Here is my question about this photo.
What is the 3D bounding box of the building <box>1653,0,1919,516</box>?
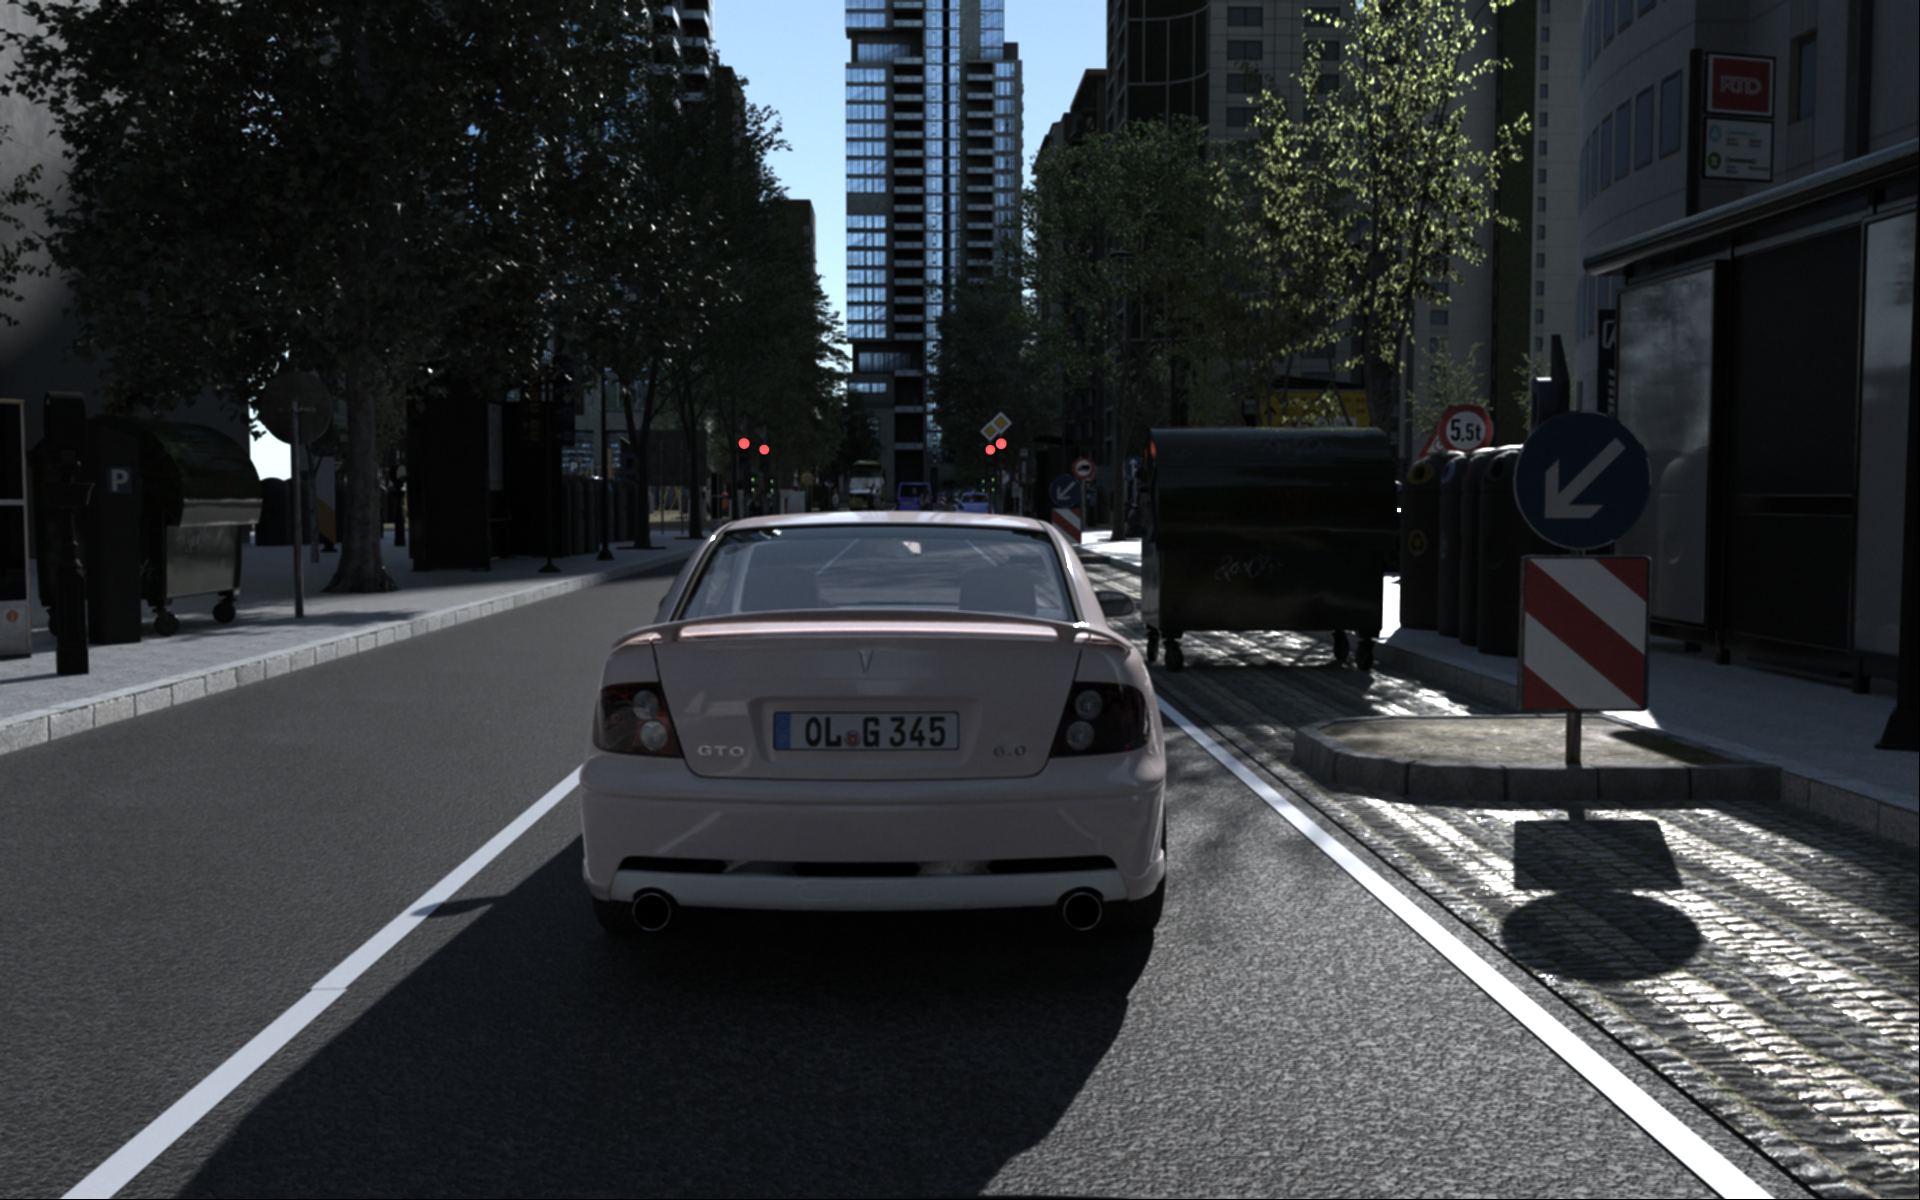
[{"bbox_3d":[23.965,-30.031,33.001,21.231,58.520,28.212,0,4,-2],"label":"building"}]

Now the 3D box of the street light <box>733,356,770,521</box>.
[{"bbox_3d":[-7.085,-5.254,58.441,1.470,5.913,1.316,0,4,-2],"label":"street light"}]

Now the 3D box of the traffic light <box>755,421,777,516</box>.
[{"bbox_3d":[-7.470,-4.747,66.530,0.839,4.253,0.868,0,4,-2],"label":"traffic light"}]

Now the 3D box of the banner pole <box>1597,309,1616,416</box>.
[{"bbox_3d":[7.999,-1.876,20.694,0.863,3.779,0.401,0,4,3],"label":"banner pole"}]

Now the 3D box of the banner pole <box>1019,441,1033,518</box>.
[{"bbox_3d":[3.087,-5.486,79.707,0.863,3.779,0.401,-1,4,-17],"label":"banner pole"}]

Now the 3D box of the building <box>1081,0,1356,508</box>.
[{"bbox_3d":[21.988,-43.684,152.485,20.563,71.187,20.611,0,4,-2],"label":"building"}]

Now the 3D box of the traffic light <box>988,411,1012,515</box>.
[{"bbox_3d":[1.363,-4.274,58.807,0.839,4.253,0.868,0,4,-2],"label":"traffic light"}]

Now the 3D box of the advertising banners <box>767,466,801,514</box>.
[{"bbox_3d":[-10.869,-6.783,107.094,2.074,3.025,0.090,0,4,6],"label":"advertising banners"}]

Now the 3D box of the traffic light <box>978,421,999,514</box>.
[{"bbox_3d":[1.137,-4.763,66.788,0.839,4.253,0.868,0,4,-2],"label":"traffic light"}]

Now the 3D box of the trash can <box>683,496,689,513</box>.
[{"bbox_3d":[-18.292,-6.305,114.737,0.748,1.137,0.748,0,3,0],"label":"trash can"}]

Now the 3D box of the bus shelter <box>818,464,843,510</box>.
[{"bbox_3d":[-10.336,-9.031,138.941,1.731,3.624,6.357,0,4,-2],"label":"bus shelter"}]

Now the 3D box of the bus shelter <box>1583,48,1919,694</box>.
[{"bbox_3d":[6.481,-2.185,13.361,2.179,5.291,8.768,0,4,-2],"label":"bus shelter"}]

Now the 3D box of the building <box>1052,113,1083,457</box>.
[{"bbox_3d":[18.156,-33.612,199.674,14.600,45.320,14.200,0,4,-2],"label":"building"}]

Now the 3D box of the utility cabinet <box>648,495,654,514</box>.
[{"bbox_3d":[-20.726,-6.322,114.519,1.020,1.237,0.306,2,4,28],"label":"utility cabinet"}]

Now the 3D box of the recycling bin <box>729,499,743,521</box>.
[{"bbox_3d":[-10.554,-4.263,82.248,0.722,1.027,0.722,-1,4,-17],"label":"recycling bin"}]

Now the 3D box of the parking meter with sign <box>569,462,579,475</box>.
[{"bbox_3d":[-21.118,-5.917,93.002,0.543,3.016,1.738,1,4,18],"label":"parking meter with sign"}]

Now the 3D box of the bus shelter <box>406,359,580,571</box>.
[{"bbox_3d":[-8.412,-2.476,31.767,1.731,3.624,6.357,0,4,-2],"label":"bus shelter"}]

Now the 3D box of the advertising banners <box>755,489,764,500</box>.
[{"bbox_3d":[-14.656,-8.122,128.974,2.074,3.025,0.090,0,4,8],"label":"advertising banners"}]

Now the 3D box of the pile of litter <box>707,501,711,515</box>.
[{"bbox_3d":[-15.185,-5.563,104.916,1.719,0.858,1.176,0,4,8],"label":"pile of litter"}]

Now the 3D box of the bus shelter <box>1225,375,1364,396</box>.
[{"bbox_3d":[7.121,-2.820,37.383,1.731,3.624,6.357,0,4,-1],"label":"bus shelter"}]

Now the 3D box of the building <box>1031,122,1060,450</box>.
[{"bbox_3d":[24.883,-40.443,250.486,27.495,52.752,28.713,0,4,-2],"label":"building"}]

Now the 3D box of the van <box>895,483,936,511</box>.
[{"bbox_3d":[-2.441,-5.490,94.138,2.240,2.365,5.245,0,4,-1],"label":"van"}]

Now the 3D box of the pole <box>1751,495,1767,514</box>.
[{"bbox_3d":[11.759,-1.934,25.456,0.158,3.312,0.155,0,3,0],"label":"pole"}]

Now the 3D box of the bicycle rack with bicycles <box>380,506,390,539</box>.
[{"bbox_3d":[-17.706,-2.251,50.185,2.852,0.926,2.925,-1,4,-10],"label":"bicycle rack with bicycles"}]

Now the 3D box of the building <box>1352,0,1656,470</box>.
[{"bbox_3d":[59.817,-40.062,197.006,28.212,58.520,21.231,0,4,-2],"label":"building"}]

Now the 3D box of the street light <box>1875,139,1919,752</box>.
[{"bbox_3d":[4.252,-2.204,8.579,1.470,5.913,1.316,0,4,-2],"label":"street light"}]

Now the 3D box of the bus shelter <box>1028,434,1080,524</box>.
[{"bbox_3d":[3.863,-4.892,71.262,1.731,3.624,6.357,0,4,-2],"label":"bus shelter"}]

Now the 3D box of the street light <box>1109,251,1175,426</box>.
[{"bbox_3d":[3.557,-3.719,33.343,1.470,5.913,1.316,0,4,-2],"label":"street light"}]

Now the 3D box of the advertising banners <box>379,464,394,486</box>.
[{"bbox_3d":[-33.868,-6.508,102.596,0.090,3.025,2.074,1,4,11],"label":"advertising banners"}]

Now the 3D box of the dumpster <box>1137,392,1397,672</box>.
[{"bbox_3d":[2.473,-0.573,14.324,1.985,2.255,1.502,0,4,-2],"label":"dumpster"}]

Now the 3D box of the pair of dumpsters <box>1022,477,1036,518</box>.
[{"bbox_3d":[4.256,-5.619,94.371,1.574,2.255,4.437,0,4,-2],"label":"pair of dumpsters"}]

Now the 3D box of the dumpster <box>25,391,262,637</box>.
[{"bbox_3d":[-7.671,-0.844,16.296,1.502,2.255,1.985,0,4,-2],"label":"dumpster"}]

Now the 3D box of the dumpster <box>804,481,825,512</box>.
[{"bbox_3d":[-10.514,-7.501,125.130,1.502,2.255,1.985,0,4,-2],"label":"dumpster"}]

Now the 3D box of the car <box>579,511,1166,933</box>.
[{"bbox_3d":[-0.271,0.325,7.043,2.083,1.381,4.827,0,4,0],"label":"car"}]

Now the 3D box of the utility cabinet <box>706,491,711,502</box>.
[{"bbox_3d":[-16.050,-6.315,111.933,0.318,1.500,1.173,-2,4,-32],"label":"utility cabinet"}]

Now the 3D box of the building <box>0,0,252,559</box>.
[{"bbox_3d":[-30.346,-15.011,38.938,24.014,27.812,14.314,0,4,-2],"label":"building"}]

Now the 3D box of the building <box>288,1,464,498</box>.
[{"bbox_3d":[-61.669,-46.218,193.916,20.611,71.187,20.563,0,4,-2],"label":"building"}]

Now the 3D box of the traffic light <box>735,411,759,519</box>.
[{"bbox_3d":[-7.244,-4.259,58.548,0.839,4.253,0.868,0,4,-2],"label":"traffic light"}]

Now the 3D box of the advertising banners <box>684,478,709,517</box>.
[{"bbox_3d":[-13.735,-5.858,91.974,2.074,3.025,0.090,0,4,-3],"label":"advertising banners"}]

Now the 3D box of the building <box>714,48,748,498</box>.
[{"bbox_3d":[-29.550,-32.323,178.585,14.600,45.320,14.200,0,4,-2],"label":"building"}]

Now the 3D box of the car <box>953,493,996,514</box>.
[{"bbox_3d":[0.656,-4.210,78.423,1.945,1.707,3.694,0,4,-1],"label":"car"}]

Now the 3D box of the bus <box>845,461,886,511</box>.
[{"bbox_3d":[-6.973,-8.516,130.776,2.896,3.916,12.252,0,4,-1],"label":"bus"}]

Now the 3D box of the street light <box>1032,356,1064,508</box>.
[{"bbox_3d":[2.915,-5.231,58.072,1.470,5.913,1.316,0,4,-2],"label":"street light"}]

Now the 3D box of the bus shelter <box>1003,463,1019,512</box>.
[{"bbox_3d":[3.361,-8.150,124.541,1.731,3.624,6.357,0,4,-2],"label":"bus shelter"}]

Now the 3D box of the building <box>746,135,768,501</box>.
[{"bbox_3d":[-30.169,-31.522,198.974,14.086,41.232,14.154,0,4,-2],"label":"building"}]

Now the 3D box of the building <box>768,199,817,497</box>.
[{"bbox_3d":[-27.284,-34.164,242.173,14.086,41.232,14.154,0,4,-2],"label":"building"}]

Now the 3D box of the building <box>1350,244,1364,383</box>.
[{"bbox_3d":[38.041,-26.266,201.150,14.107,30.474,14.160,0,4,-2],"label":"building"}]

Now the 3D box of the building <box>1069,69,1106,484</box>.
[{"bbox_3d":[22.776,-32.012,178.016,22.147,44.769,28.867,0,4,-2],"label":"building"}]

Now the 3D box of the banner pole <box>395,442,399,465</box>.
[{"bbox_3d":[-27.005,-5.701,83.231,0.401,3.779,0.863,-1,4,-9],"label":"banner pole"}]

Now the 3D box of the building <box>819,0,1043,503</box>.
[{"bbox_3d":[-4.271,-57.067,245.719,31.000,86.520,22.319,0,4,-2],"label":"building"}]

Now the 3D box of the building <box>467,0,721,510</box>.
[{"bbox_3d":[-32.565,-51.499,154.676,22.319,86.520,31.000,0,4,-2],"label":"building"}]

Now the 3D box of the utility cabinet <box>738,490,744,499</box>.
[{"bbox_3d":[-11.980,-5.242,94.390,0.318,1.500,1.173,-1,4,-14],"label":"utility cabinet"}]

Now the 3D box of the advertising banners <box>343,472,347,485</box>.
[{"bbox_3d":[-49.859,-8.702,138.471,2.074,3.025,0.090,-1,4,-22],"label":"advertising banners"}]

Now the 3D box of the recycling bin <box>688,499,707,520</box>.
[{"bbox_3d":[-12.850,-4.415,84.733,0.722,1.027,0.722,-2,4,-29],"label":"recycling bin"}]

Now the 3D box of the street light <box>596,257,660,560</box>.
[{"bbox_3d":[-6.358,-3.730,33.525,1.470,5.913,1.316,0,4,-2],"label":"street light"}]

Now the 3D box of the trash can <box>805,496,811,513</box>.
[{"bbox_3d":[-11.870,-7.359,131.967,0.748,1.137,0.748,0,3,0],"label":"trash can"}]
